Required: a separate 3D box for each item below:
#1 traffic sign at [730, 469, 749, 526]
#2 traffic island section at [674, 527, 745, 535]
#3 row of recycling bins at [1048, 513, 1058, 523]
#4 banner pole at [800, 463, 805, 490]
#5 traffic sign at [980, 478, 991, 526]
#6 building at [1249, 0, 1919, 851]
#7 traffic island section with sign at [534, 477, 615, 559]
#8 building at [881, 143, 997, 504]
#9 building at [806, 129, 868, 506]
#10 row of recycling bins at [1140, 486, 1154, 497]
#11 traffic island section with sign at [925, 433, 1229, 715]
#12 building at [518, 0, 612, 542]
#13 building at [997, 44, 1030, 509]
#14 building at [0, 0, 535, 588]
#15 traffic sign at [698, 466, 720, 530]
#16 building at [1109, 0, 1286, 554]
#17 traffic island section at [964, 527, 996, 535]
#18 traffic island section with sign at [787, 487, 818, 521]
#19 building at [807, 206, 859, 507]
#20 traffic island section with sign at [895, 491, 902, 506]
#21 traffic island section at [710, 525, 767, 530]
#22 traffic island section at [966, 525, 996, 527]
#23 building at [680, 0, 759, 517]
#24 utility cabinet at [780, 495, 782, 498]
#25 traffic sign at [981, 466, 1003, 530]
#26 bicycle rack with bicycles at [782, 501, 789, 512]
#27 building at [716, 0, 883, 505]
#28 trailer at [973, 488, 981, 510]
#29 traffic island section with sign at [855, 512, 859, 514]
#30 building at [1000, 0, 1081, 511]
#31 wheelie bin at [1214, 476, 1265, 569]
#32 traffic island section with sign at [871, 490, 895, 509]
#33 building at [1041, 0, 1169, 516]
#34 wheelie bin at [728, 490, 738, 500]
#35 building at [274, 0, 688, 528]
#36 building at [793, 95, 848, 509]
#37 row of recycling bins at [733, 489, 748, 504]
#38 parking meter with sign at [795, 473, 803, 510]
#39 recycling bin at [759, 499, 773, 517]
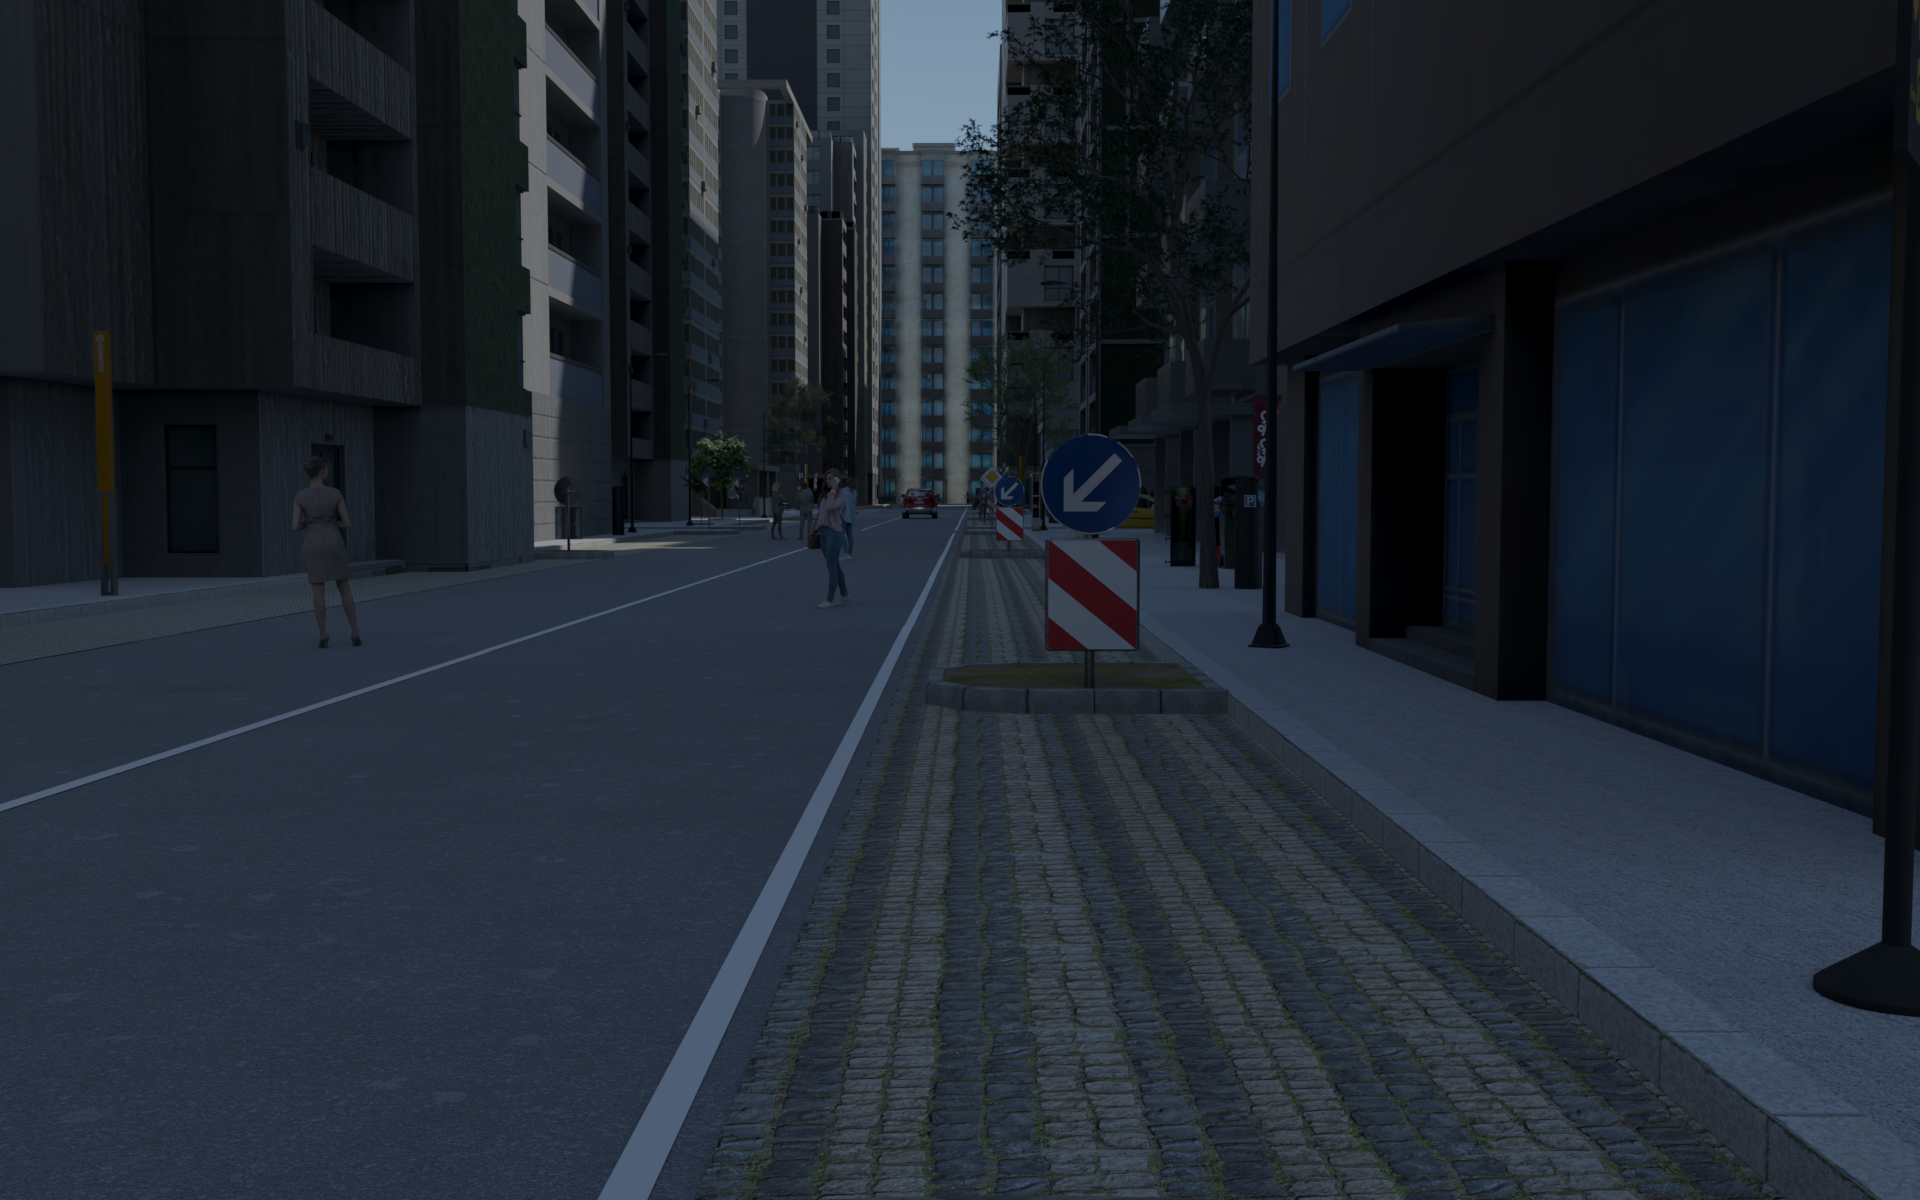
[{"bbox_3d":[-8.848,-4.027,69.484,0.795,2.450,0.064,0,4,0],"label":"traffic sign"},{"bbox_3d":[-8.936,-2.402,61.561,2.009,0.180,2.903,0,4,0],"label":"traffic island section"},{"bbox_3d":[5.651,-4.217,76.069,3.534,1.692,1.069,0,4,-1],"label":"row of recycling bins"},{"bbox_3d":[-12.619,-9.152,139.645,0.863,3.779,0.401,0,4,3],"label":"banner pole"},{"bbox_3d":[1.195,-4.021,69.383,0.795,2.450,0.064,0,4,0],"label":"traffic sign"},{"bbox_3d":[10.042,-22.060,10.797,14.600,45.320,14.200,0,4,0],"label":"building"},{"bbox_3d":[-8.795,-1.834,38.606,1.989,1.847,2.006,0,4,0],"label":"traffic island section with sign"},{"bbox_3d":[-3.587,-37.873,238.830,30.456,49.044,23.786,0,4,0],"label":"building"},{"bbox_3d":[-17.583,-30.928,189.272,14.154,41.232,14.086,0,4,0],"label":"building"},{"bbox_3d":[8.057,-4.578,81.963,3.534,1.692,1.069,0,4,-4],"label":"row of recycling bins"},{"bbox_3d":[0.761,-0.215,12.151,1.989,1.847,2.006,0,4,0],"label":"traffic island section with sign"},{"bbox_3d":[-25.301,-31.067,49.950,28.212,58.520,21.231,0,4,0],"label":"building"},{"bbox_3d":[14.620,-34.032,180.132,21.300,48.544,21.600,0,4,0],"label":"building"},{"bbox_3d":[-16.022,-15.718,28.693,14.160,30.474,14.107,0,4,0],"label":"building"},{"bbox_3d":[-8.912,-3.539,61.499,0.795,2.450,0.064,0,4,0],"label":"traffic sign"},{"bbox_3d":[16.537,-26.015,44.954,23.786,49.044,30.456,0,4,0],"label":"building"},{"bbox_3d":[1.155,-2.397,61.475,2.009,0.180,2.903,0,4,0],"label":"traffic island section"},{"bbox_3d":[-8.346,-5.230,94.146,1.989,1.847,2.006,0,4,0],"label":"traffic island section with sign"},{"bbox_3d":[-17.809,-24.699,175.531,14.160,30.474,14.107,0,4,0],"label":"building"},{"bbox_3d":[-7.501,-11.662,199.304,1.989,1.847,2.006,0,4,0],"label":"traffic island section with sign"},{"bbox_3d":[-8.872,-2.891,69.546,2.009,0.180,2.903,0,4,0],"label":"traffic island section"},{"bbox_3d":[1.219,-2.886,69.460,2.009,0.180,2.903,0,4,0],"label":"traffic island section"},{"bbox_3d":[-27.631,-25.193,103.789,32.217,40.220,23.993,0,4,0],"label":"building"},{"bbox_3d":[-15.294,-8.110,143.766,1.020,1.237,0.306,1,4,14],"label":"utility cabinet"},{"bbox_3d":[1.131,-3.532,61.398,0.795,2.450,0.064,0,4,0],"label":"traffic sign"},{"bbox_3d":[-13.567,-6.905,126.279,2.852,0.926,2.925,3,5,41],"label":"bicycle rack with bicycles"},{"bbox_3d":[-20.220,-47.136,208.920,20.611,71.187,20.563,0,4,0],"label":"building"},{"bbox_3d":[1.946,-9.340,159.753,1.471,1.999,3.904,0,4,2],"label":"trailer"},{"bbox_3d":[-8.134,-6.914,121.667,1.989,1.847,2.006,0,4,0],"label":"traffic island section with sign"},{"bbox_3d":[16.631,-32.822,125.886,28.713,52.752,27.495,0,4,0],"label":"building"},{"bbox_3d":[4.843,-1.341,29.836,0.980,1.594,0.693,0,4,-1],"label":"wheelie bin"},{"bbox_3d":[-7.732,-9.953,171.362,1.989,1.847,2.006,0,4,0],"label":"traffic island section with sign"},{"bbox_3d":[15.093,-39.997,92.200,20.563,71.187,20.611,0,4,0],"label":"building"},{"bbox_3d":[-16.136,-6.998,122.328,0.980,1.594,0.693,-1,4,-9],"label":"wheelie bin"},{"bbox_3d":[-20.357,-18.674,77.027,14.160,30.474,14.107,0,4,0],"label":"building"},{"bbox_3d":[-26.643,-28.404,156.289,32.217,40.220,23.993,0,4,0],"label":"building"},{"bbox_3d":[-16.571,-7.627,131.813,3.534,1.692,1.069,0,4,7],"label":"row of recycling bins"},{"bbox_3d":[-13.054,-8.855,141.046,0.543,3.016,1.738,0,4,5],"label":"parking meter with sign"},{"bbox_3d":[-10.848,-5.199,97.553,0.722,1.027,0.722,1,4,21],"label":"recycling bin"}]
